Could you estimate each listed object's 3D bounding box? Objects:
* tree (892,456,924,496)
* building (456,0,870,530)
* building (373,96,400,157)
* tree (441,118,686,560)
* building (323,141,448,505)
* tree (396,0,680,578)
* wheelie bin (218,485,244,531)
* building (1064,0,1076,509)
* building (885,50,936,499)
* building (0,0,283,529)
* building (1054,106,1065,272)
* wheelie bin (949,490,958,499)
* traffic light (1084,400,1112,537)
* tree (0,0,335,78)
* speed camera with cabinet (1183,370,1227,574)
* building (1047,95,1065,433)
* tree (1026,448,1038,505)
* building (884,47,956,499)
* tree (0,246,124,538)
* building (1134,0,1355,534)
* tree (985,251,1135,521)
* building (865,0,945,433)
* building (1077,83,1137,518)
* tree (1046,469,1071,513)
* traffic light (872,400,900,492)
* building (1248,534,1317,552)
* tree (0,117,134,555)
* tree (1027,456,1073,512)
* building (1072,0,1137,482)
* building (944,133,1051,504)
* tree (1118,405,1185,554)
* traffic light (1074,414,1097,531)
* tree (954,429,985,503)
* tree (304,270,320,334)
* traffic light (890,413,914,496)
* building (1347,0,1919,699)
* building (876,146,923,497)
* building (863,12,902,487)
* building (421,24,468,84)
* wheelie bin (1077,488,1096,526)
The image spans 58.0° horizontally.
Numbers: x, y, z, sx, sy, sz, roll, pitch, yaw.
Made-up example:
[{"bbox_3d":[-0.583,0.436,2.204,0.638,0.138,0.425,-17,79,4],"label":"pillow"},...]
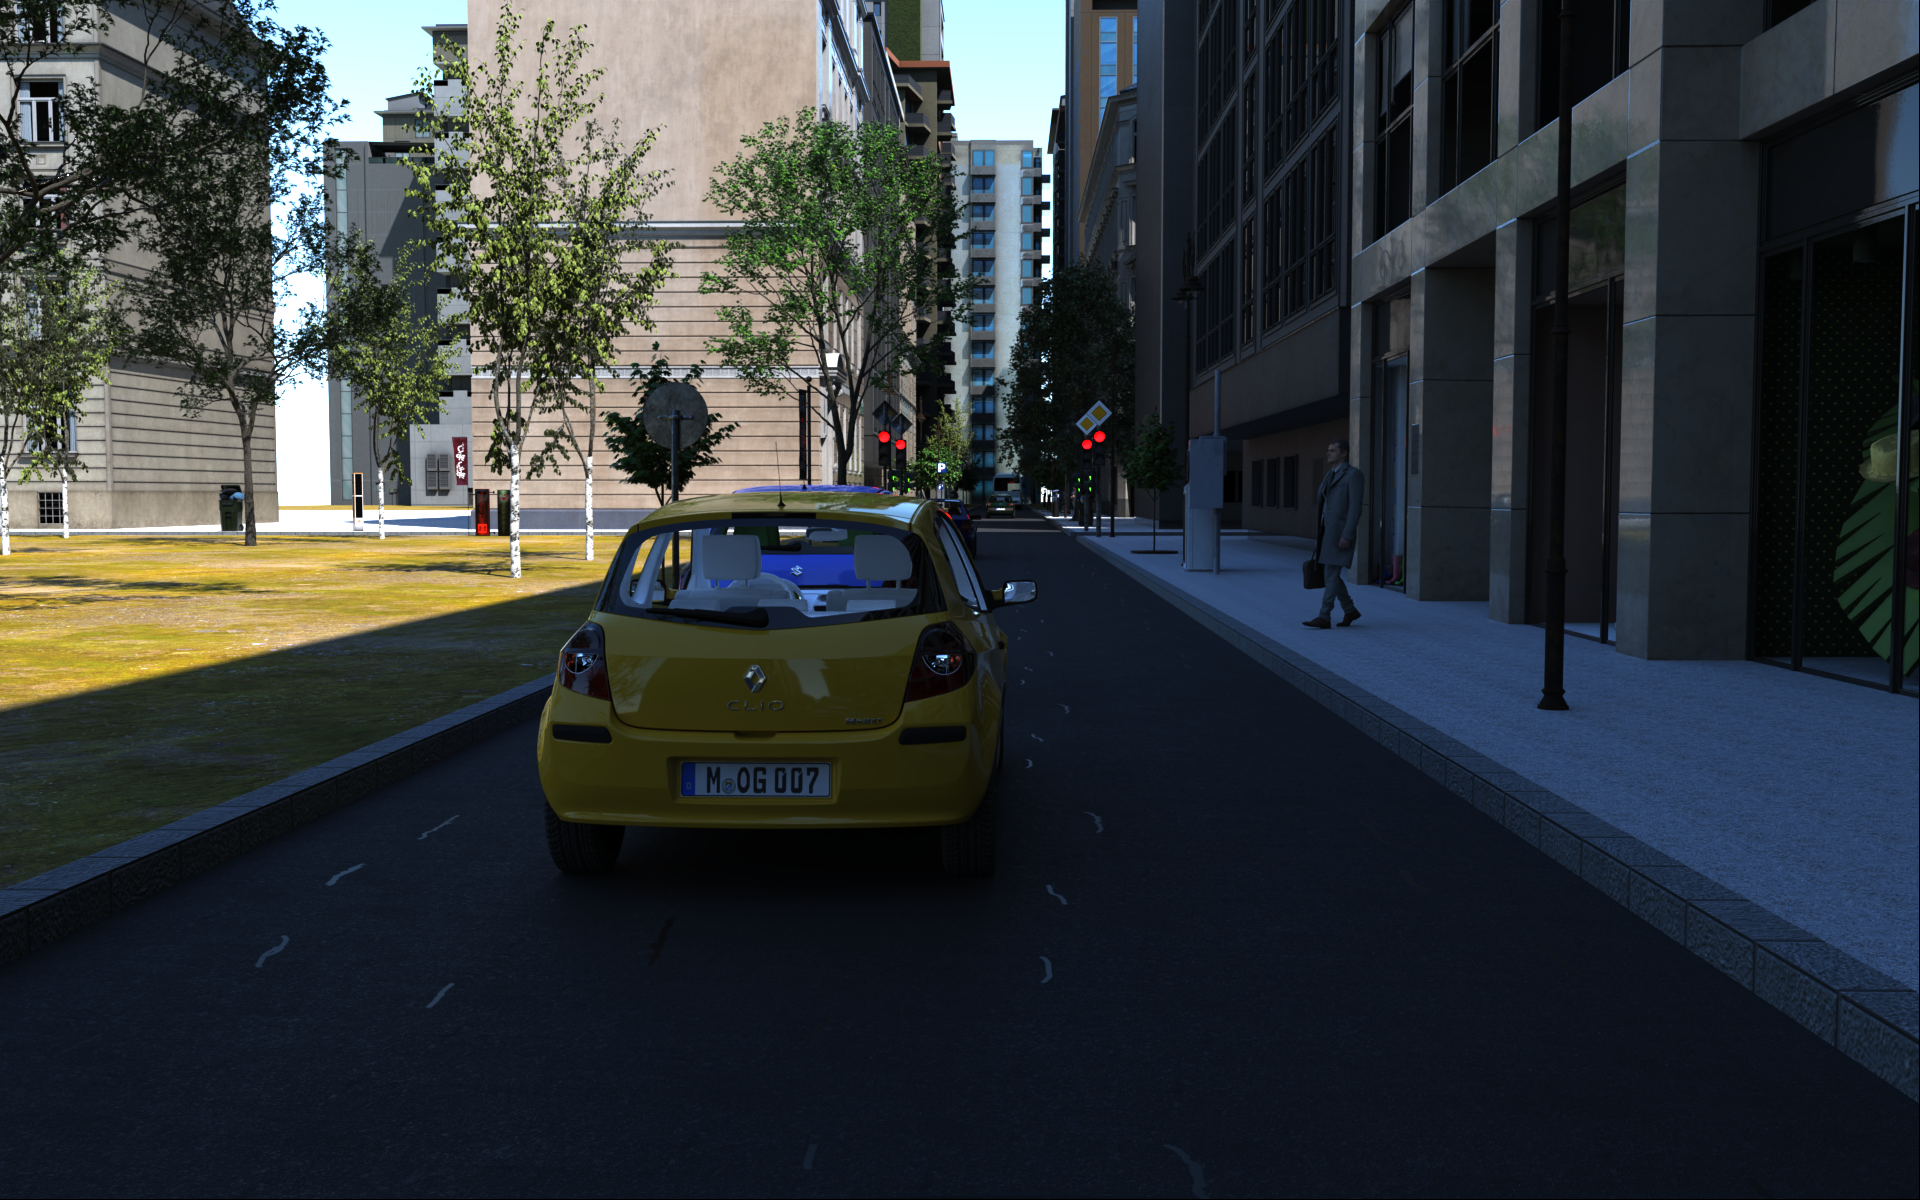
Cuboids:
[{"bbox_3d":[-2.422,-5.068,77.464,1.663,3.219,1.824,0,3,0],"label":"tree"},{"bbox_3d":[-10.903,-17.444,71.111,13.634,28.700,20.117,0,4,2],"label":"building"},{"bbox_3d":[-60.321,-39.509,235.202,27.495,52.752,28.713,0,4,2],"label":"building"},{"bbox_3d":[-7.433,-5.081,33.439,4.360,8.622,3.978,0,3,0],"label":"tree"},{"bbox_3d":[-64.937,-31.793,203.407,14.086,41.232,14.154,0,4,2],"label":"building"},{"bbox_3d":[-6.654,-4.657,26.501,4.737,8.622,4.395,0,3,0],"label":"tree"},{"bbox_3d":[-25.151,-3.175,59.818,0.980,1.594,0.693,0,4,-2],"label":"wheelie bin"},{"bbox_3d":[20.440,-38.054,164.178,21.231,58.520,28.212,0,4,2],"label":"building"},{"bbox_3d":[-17.727,-27.840,147.068,32.217,40.220,23.993,0,4,2],"label":"building"},{"bbox_3d":[-45.045,-14.499,70.340,30.059,22.955,16.112,0,4,2],"label":"building"},{"bbox_3d":[21.687,-32.941,193.216,22.147,44.769,28.867,0,4,2],"label":"building"},{"bbox_3d":[-0.465,-6.897,120.669,0.693,1.594,0.980,0,4,-2],"label":"wheelie bin"},{"bbox_3d":[4.130,-3.842,51.741,0.839,4.253,0.868,0,4,2],"label":"traffic light"},{"bbox_3d":[-10.735,-5.164,18.840,8.767,10.594,7.601,-1,4,-9],"label":"tree"},{"bbox_3d":[3.993,-2.085,28.432,0.660,3.252,2.038,0,4,5],"label":"speed camera with cabinet"},{"bbox_3d":[25.762,-39.414,233.654,27.495,52.752,28.713,0,4,2],"label":"building"},{"bbox_3d":[9.570,-16.029,212.437,4.360,8.622,3.978,0,3,0],"label":"tree"},{"bbox_3d":[-11.646,-31.714,173.156,22.147,44.769,28.867,0,4,2],"label":"building"},{"bbox_3d":[-26.286,-6.106,50.199,4.737,8.622,4.395,0,3,0],"label":"tree"},{"bbox_3d":[19.294,-16.756,67.474,24.014,27.812,14.314,0,4,2],"label":"building"},{"bbox_3d":[5.795,-10.107,82.260,9.611,12.733,9.660,0,3,0],"label":"tree"},{"bbox_3d":[-15.986,-40.152,198.477,28.212,58.520,21.231,0,4,2],"label":"building"},{"bbox_3d":[16.938,-20.537,112.201,17.030,29.872,44.131,0,4,2],"label":"building"},{"bbox_3d":[6.657,-7.600,118.856,1.663,3.219,1.824,0,3,0],"label":"tree"},{"bbox_3d":[-2.229,-3.852,51.897,0.839,4.253,0.868,0,4,2],"label":"traffic light"},{"bbox_3d":[13.166,-14.852,36.331,14.314,27.812,24.014,0,4,2],"label":"building"},{"bbox_3d":[-19.822,-5.237,35.989,4.360,8.622,3.978,0,3,0],"label":"tree"},{"bbox_3d":[6.555,-8.754,126.848,4.285,4.588,4.351,0,3,0],"label":"tree"},{"bbox_3d":[16.508,-30.149,143.053,14.600,45.320,14.200,0,4,2],"label":"building"},{"bbox_3d":[-3.261,-37.478,232.378,30.456,49.044,23.786,0,4,2],"label":"building"},{"bbox_3d":[4.328,-2.622,37.466,1.663,3.219,1.824,0,3,0],"label":"tree"},{"bbox_3d":[4.346,-4.330,59.724,0.839,4.253,0.868,0,4,2],"label":"traffic light"},{"bbox_3d":[0.602,-14.720,191.041,4.360,8.622,3.978,0,3,0],"label":"tree"},{"bbox_3d":[-16.272,-6.048,49.242,4.737,8.622,4.395,0,3,0],"label":"tree"},{"bbox_3d":[-2.013,-4.340,59.879,0.839,4.253,0.868,0,4,2],"label":"traffic light"},{"bbox_3d":[14.762,-12.391,7.116,19.350,26.468,34.151,0,4,2],"label":"building"},{"bbox_3d":[-9.251,-19.622,118.079,12.463,27.353,25.104,0,4,2],"label":"building"},{"bbox_3d":[-10.919,-18.354,93.587,14.314,27.812,24.014,0,4,2],"label":"building"},{"bbox_3d":[-44.091,-37.086,195.589,27.495,52.752,28.713,0,4,2],"label":"building"},{"bbox_3d":[5.115,-3.792,69.901,0.693,1.594,0.980,1,4,11],"label":"wheelie bin"}]
